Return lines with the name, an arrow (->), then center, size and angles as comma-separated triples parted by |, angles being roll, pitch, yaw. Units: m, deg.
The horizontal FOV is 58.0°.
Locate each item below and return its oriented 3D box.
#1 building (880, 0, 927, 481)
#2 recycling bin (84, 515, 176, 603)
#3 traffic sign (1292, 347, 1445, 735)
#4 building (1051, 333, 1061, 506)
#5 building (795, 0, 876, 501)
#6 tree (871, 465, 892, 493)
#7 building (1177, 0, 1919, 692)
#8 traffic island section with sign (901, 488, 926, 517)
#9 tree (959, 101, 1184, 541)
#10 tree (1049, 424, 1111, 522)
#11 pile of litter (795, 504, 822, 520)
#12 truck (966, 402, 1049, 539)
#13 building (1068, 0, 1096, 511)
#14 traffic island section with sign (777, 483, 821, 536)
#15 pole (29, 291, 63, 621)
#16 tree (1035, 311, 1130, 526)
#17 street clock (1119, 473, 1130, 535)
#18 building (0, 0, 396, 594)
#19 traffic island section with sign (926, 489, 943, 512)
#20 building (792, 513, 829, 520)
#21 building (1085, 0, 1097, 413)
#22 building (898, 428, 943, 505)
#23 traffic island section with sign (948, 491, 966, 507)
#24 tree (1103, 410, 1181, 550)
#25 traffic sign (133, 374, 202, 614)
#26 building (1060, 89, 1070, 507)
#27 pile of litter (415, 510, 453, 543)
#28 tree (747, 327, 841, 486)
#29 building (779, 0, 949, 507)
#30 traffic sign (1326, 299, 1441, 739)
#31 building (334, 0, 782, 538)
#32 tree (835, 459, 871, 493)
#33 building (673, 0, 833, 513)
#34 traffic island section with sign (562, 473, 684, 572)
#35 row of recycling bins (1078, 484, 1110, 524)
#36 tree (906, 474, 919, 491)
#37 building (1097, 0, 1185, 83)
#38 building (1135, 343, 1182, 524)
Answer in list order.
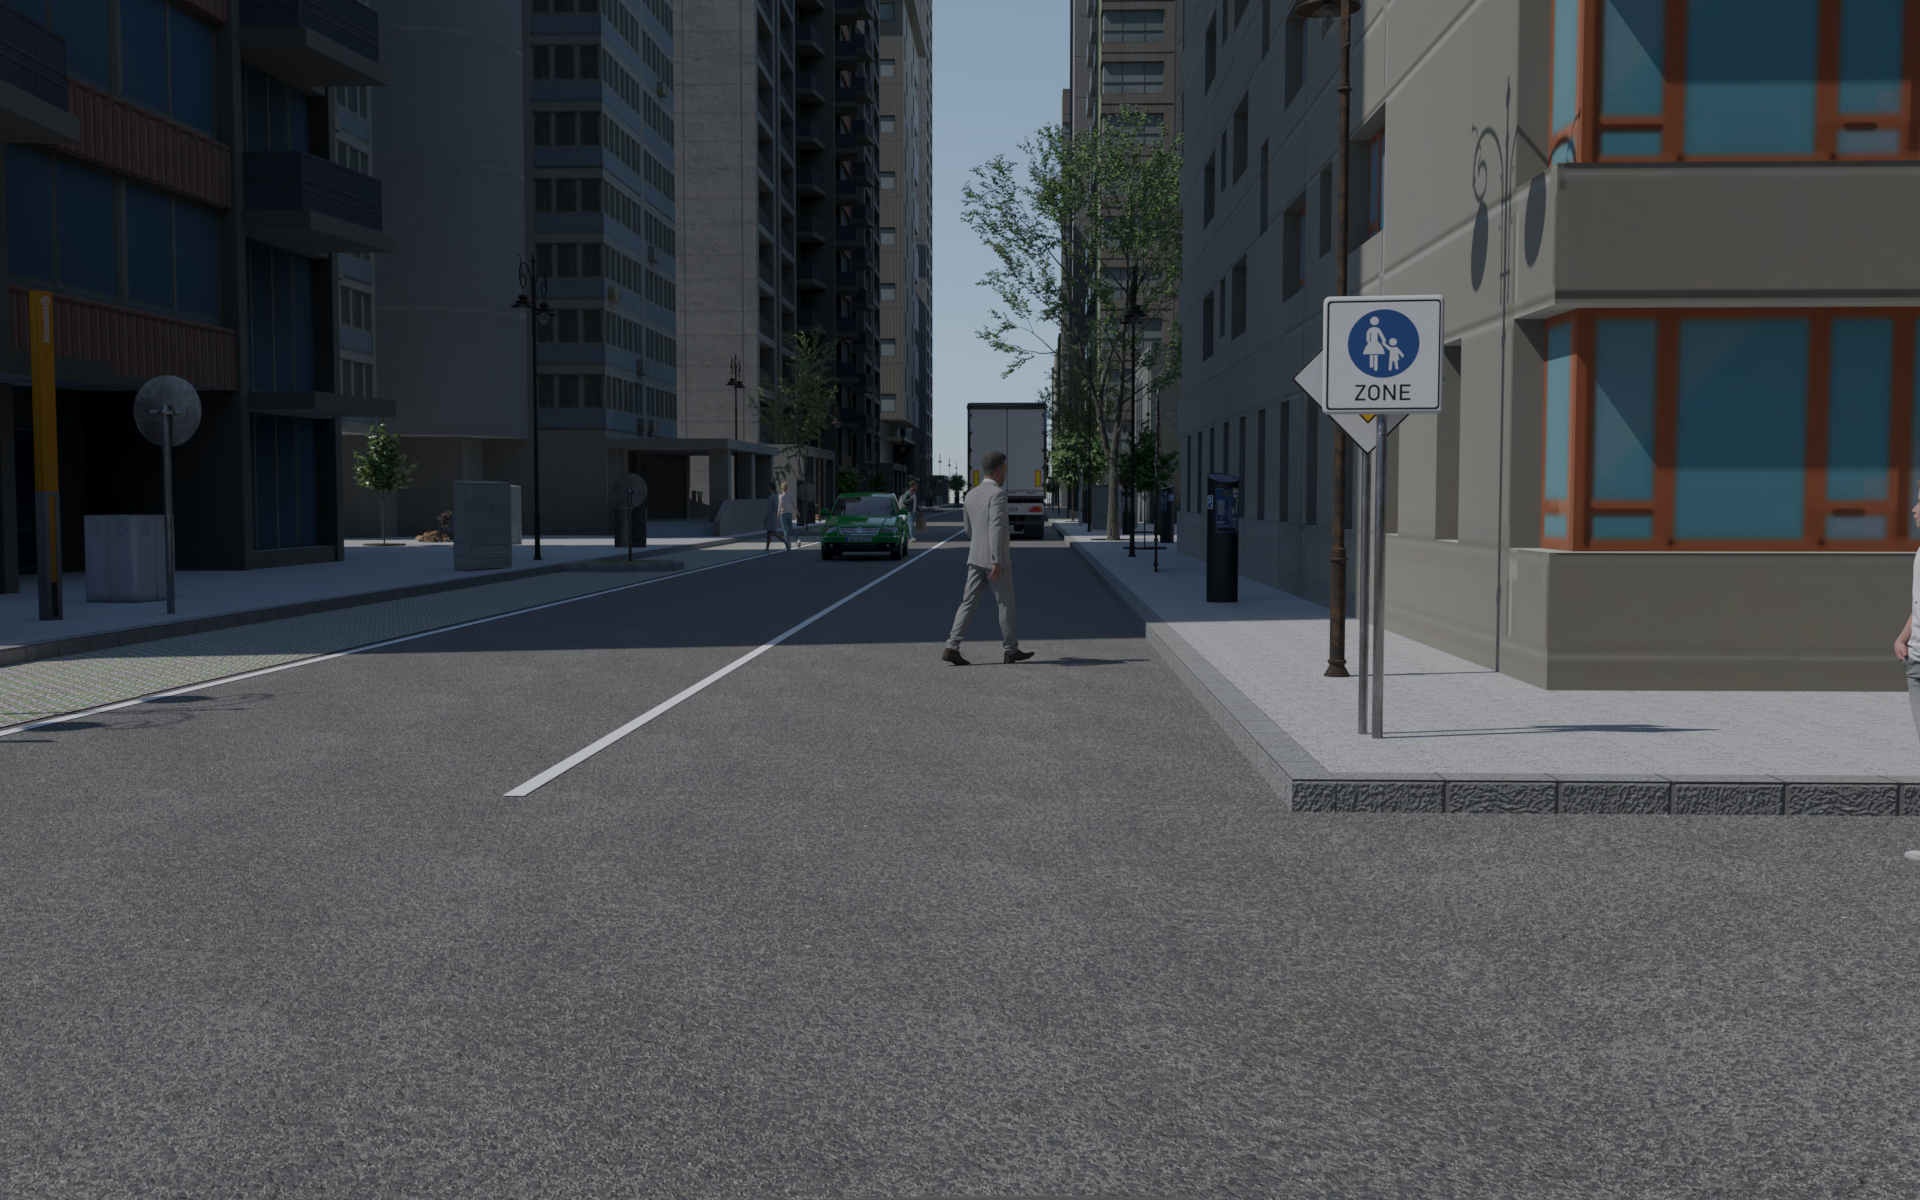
building -> -18.426, -36.306, 182.844 | 28.713, 52.752, 27.495 | 0, 4, 2
recycling bin -> -9.951, -0.503, 20.772 | 0.722, 1.027, 0.722 | 1, 4, 14
traffic sign -> 2.150, -0.340, 9.195 | 0.795, 2.450, 0.064 | 0, 4, 2
building -> 24.942, -21.696, 199.768 | 27.650, 21.520, 28.899 | 0, 4, 2
building -> -17.558, -28.468, 120.083 | 22.147, 44.769, 28.867 | 0, 4, 2
tree -> -5.234, -7.275, 113.540 | 1.663, 3.219, 1.824 | 0, 3, 0
building -> 18.787, -10.940, 23.904 | 28.899, 21.520, 27.650 | 0, 4, 2
traffic island section with sign -> -3.372, -6.169, 109.491 | 1.989, 1.847, 2.006 | 0, 4, 2
tree -> 4.103, -7.445, 47.478 | 9.928, 11.665, 9.643 | 0, 3, 0
tree -> 5.563, -5.861, 79.536 | 4.285, 4.588, 4.351 | 0, 3, 0
pile of litter -> -7.240, -4.305, 84.345 | 1.719, 0.858, 1.176 | 2, 4, 26
truck -> 1.649, -4.258, 58.539 | 2.839, 4.237, 11.283 | 0, 4, 2
building -> 19.589, -36.801, 143.699 | 21.231, 58.520, 28.212 | 0, 4, 2
traffic island section with sign -> -5.248, -3.108, 59.449 | 1.989, 1.847, 2.006 | 0, 4, 2
pole -> -9.252, -1.449, 17.529 | 0.158, 3.312, 0.155 | 0, 3, 0
tree -> 4.909, -7.346, 70.463 | 4.737, 8.622, 4.395 | 0, 3, 0
street clock -> 5.255, -3.068, 54.730 | 0.471, 2.002, 0.358 | 3, 4, 36
building -> -21.726, -22.586, 23.912 | 22.147, 44.769, 28.867 | 0, 4, 2
traffic island section with sign -> -2.360, -7.816, 136.427 | 1.989, 1.847, 2.006 | 0, 4, 2
building -> -17.600, -40.121, 94.223 | 20.563, 71.187, 20.611 | 0, 4, 2
building -> 19.742, -30.280, 114.683 | 23.786, 49.044, 30.456 | 0, 4, 2
building -> -18.531, -31.643, 209.238 | 32.217, 40.220, 23.993 | 0, 4, 2
traffic island section with sign -> -0.265, -11.222, 192.102 | 1.989, 1.847, 2.006 | 0, 4, 2
tree -> 4.421, -2.792, 40.253 | 1.663, 3.219, 1.824 | 0, 3, 0
traffic sign -> -8.451, -1.123, 18.471 | 0.768, 2.556, 0.104 | 0, 4, 6
building -> 17.354, -30.238, 177.983 | 14.154, 41.232, 14.086 | 0, 4, 2
pile of litter -> -14.034, -1.982, 46.375 | 1.176, 0.858, 1.719 | 0, 4, 5
tree -> -7.000, -7.655, 75.518 | 4.737, 8.622, 4.395 | 0, 3, 0
building -> -11.872, -48.451, 230.423 | 20.563, 71.187, 20.611 | 0, 4, 2
traffic sign -> 2.192, -0.422, 9.033 | 0.606, 2.300, 0.079 | 1, 4, 10
building -> -23.062, -22.423, 58.491 | 32.217, 40.220, 23.993 | 0, 4, 2
tree -> -6.127, -6.152, 95.187 | 1.663, 3.219, 1.824 | 0, 3, 0
building -> -15.022, -43.158, 143.892 | 20.563, 71.187, 20.611 | 0, 4, 2
traffic island section with sign -> -6.258, -1.461, 32.512 | 1.989, 1.847, 2.006 | 0, 4, 2
row of recycling bins -> 5.974, -4.151, 74.977 | 1.069, 1.692, 3.534 | -1, 4, -12
tree -> -4.513, -10.164, 160.781 | 1.663, 3.219, 1.824 | 0, 3, 0
building -> 14.258, -25.006, 92.450 | 14.154, 41.232, 14.086 | 0, 4, 2
building -> 19.130, -46.101, 66.425 | 22.319, 86.520, 31.000 | 0, 4, 2
